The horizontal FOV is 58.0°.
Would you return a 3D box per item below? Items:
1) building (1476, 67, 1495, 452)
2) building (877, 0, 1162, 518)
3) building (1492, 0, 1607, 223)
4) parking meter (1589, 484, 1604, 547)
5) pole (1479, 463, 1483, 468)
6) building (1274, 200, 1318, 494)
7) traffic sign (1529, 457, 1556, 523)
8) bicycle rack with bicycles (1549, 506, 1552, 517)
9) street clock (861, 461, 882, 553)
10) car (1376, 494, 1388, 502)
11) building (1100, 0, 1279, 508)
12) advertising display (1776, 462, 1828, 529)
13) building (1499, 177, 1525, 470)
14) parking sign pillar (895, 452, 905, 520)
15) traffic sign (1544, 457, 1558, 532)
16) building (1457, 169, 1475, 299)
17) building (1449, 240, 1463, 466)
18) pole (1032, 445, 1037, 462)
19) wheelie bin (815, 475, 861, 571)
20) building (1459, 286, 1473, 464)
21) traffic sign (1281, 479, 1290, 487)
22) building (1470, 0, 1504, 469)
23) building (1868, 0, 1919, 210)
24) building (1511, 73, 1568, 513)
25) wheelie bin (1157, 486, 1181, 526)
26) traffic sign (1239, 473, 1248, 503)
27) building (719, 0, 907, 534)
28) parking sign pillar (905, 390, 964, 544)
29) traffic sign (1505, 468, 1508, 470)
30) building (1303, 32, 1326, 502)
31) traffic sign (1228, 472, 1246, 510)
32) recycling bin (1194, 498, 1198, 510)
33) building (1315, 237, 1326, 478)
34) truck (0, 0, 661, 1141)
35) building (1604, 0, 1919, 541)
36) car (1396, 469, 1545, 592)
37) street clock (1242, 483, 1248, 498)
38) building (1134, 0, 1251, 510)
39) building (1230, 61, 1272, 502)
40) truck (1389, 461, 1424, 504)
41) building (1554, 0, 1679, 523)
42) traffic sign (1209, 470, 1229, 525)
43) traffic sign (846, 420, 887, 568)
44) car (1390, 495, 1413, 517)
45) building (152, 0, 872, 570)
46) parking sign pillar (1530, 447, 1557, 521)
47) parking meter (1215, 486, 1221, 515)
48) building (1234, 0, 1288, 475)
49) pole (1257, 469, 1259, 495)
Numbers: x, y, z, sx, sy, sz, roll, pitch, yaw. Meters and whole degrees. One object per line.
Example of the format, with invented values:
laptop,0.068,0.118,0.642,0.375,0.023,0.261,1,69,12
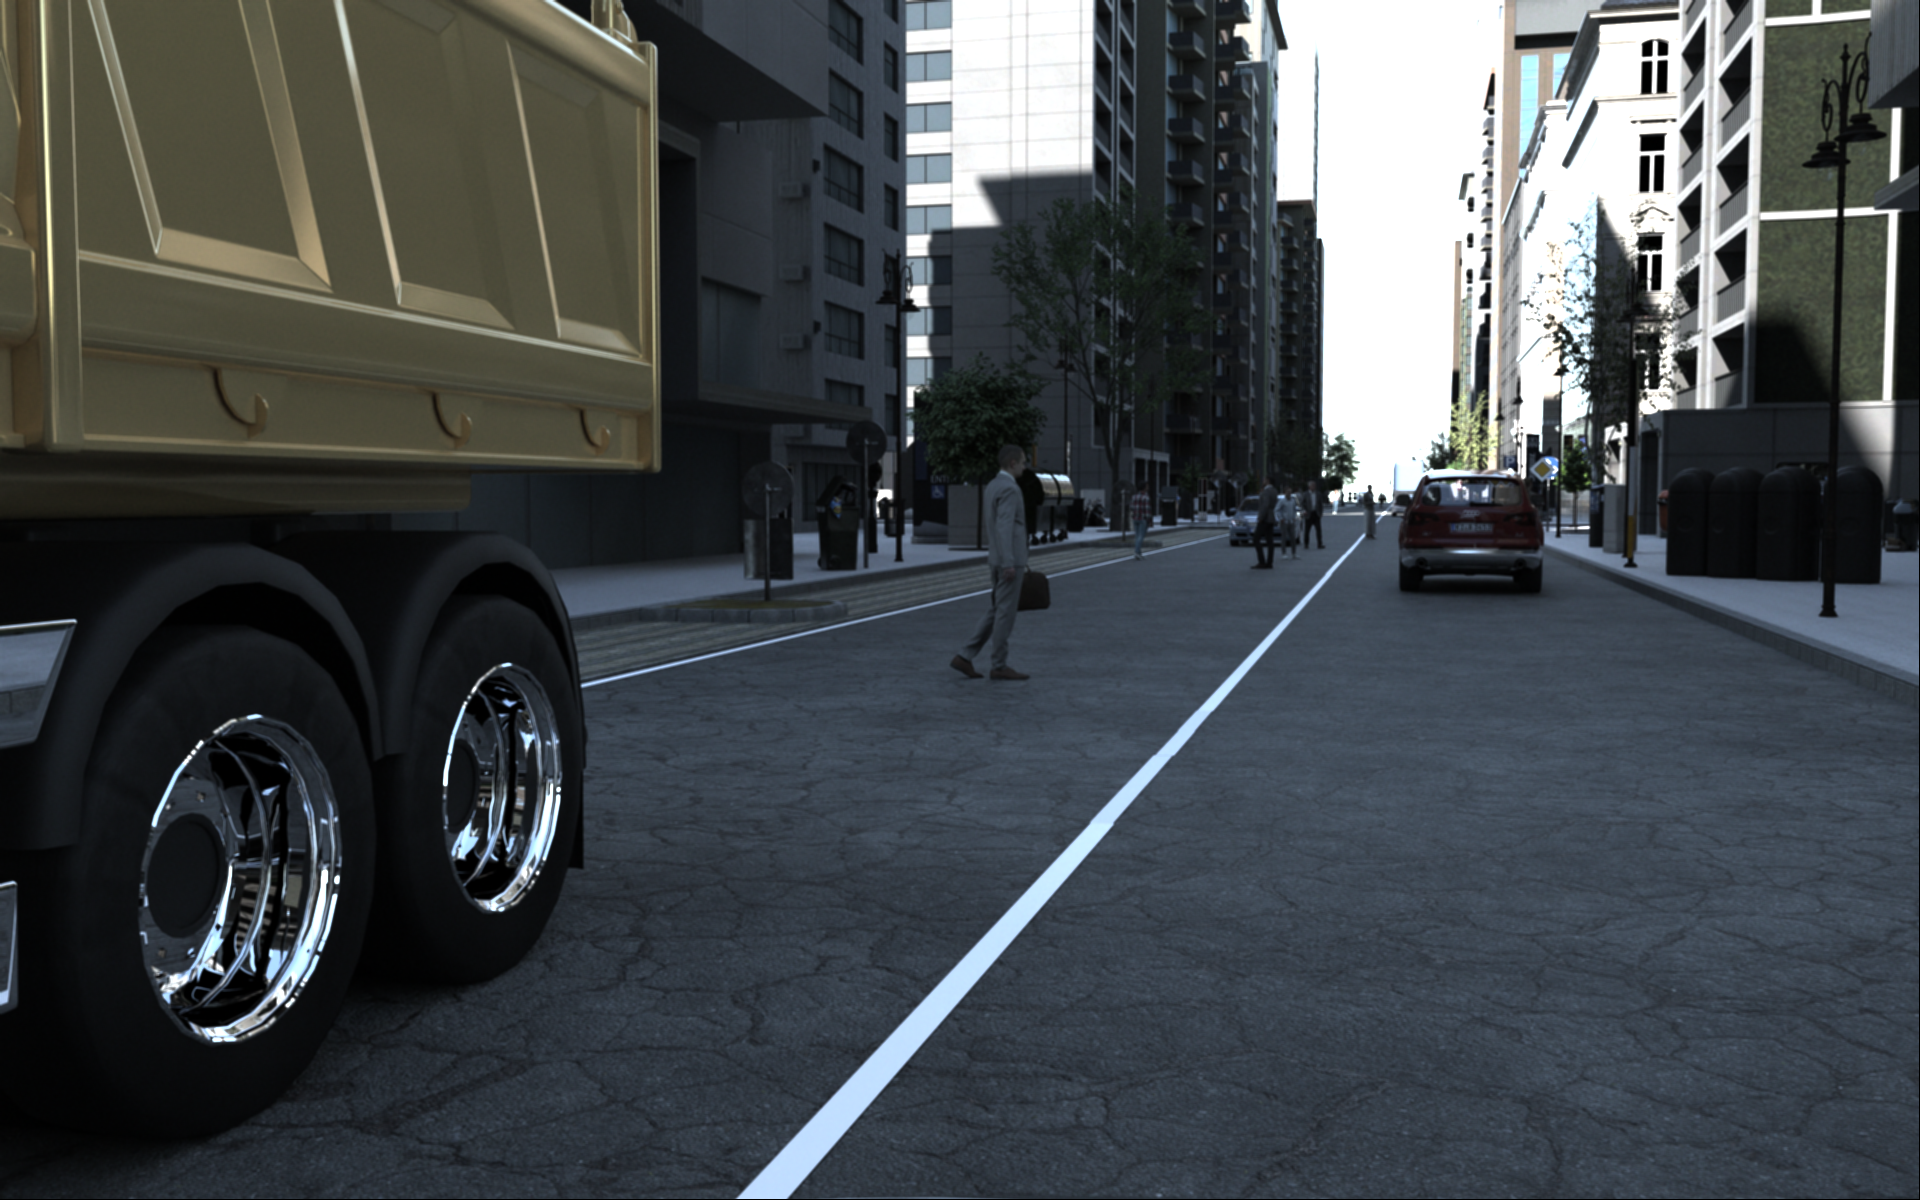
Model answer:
building,63.871,-31.765,173.987,22.147,44.769,28.867,1,4,14
building,1.745,-40.573,101.628,20.563,71.187,20.611,1,4,14
building,54.730,-30.799,153.678,14.600,45.320,14.200,1,4,14
parking meter,15.408,-2.044,41.831,0.372,1.533,0.369,0,3,0
pole,33.832,-7.259,112.533,0.158,3.312,0.155,0,3,0
building,40.478,-36.587,252.815,22.147,44.769,28.867,1,4,14
traffic sign,17.968,-3.199,53.486,0.795,2.450,0.064,1,4,19
bicycle rack with bicycles,31.234,-5.038,95.748,2.925,0.926,2.852,-1,4,-11
street clock,-1.923,-2.022,37.629,0.358,2.002,0.471,2,4,33
car,73.756,-17.880,302.563,2.015,1.641,3.980,1,4,13
building,28.913,-46.850,204.249,20.563,71.187,20.611,1,4,14
advertising display,16.937,-1.814,34.870,0.974,1.923,0.123,2,4,26
building,49.824,-20.821,133.929,14.314,27.812,24.014,1,4,14
parking sign pillar,-2.437,-5.881,84.632,1.447,3.967,1.447,3,5,43
traffic sign,20.014,-3.597,58.920,0.768,2.556,0.104,1,4,19
building,92.691,-41.688,270.835,28.713,52.752,27.495,1,4,14
building,90.325,-39.330,293.158,14.600,45.320,14.200,1,4,14
pole,3.009,-4.672,70.236,0.158,3.312,0.155,0,3,0
wheelie bin,-2.050,-1.308,29.296,0.693,1.594,0.980,-1,4,-19
building,80.092,-29.414,252.626,14.160,30.474,14.107,1,4,14
traffic sign,26.827,-8.726,142.779,0.768,2.556,0.104,1,4,21
building,70.572,-40.322,201.260,21.231,58.520,28.212,1,4,14
building,27.181,-26.120,16.295,28.713,52.752,27.495,1,4,14
building,43.528,-19.947,112.034,13.634,28.700,20.117,1,4,14
wheelie bin,8.418,-3.781,69.735,0.980,1.594,0.693,1,4,17
traffic sign,16.673,-6.265,102.537,0.768,2.556,0.104,1,4,15
building,-9.697,-17.801,62.746,14.107,30.474,14.160,1,4,14
parking sign pillar,-0.559,-3.447,44.828,1.447,3.967,1.447,0,4,5
traffic sign,21.419,-3.935,67.974,0.795,2.450,0.064,1,4,14
building,48.467,-51.215,275.615,20.563,71.187,20.611,1,4,14
traffic sign,12.549,-4.578,78.488,0.795,2.450,0.064,1,4,14
recycling bin,14.752,-6.000,110.652,0.722,1.027,0.722,-1,4,-20
building,54.433,-39.375,293.894,14.600,45.320,14.200,1,4,14
truck,-3.324,-0.361,1.819,3.469,3.379,9.791,1,4,12
building,31.327,-37.414,49.965,20.563,71.187,20.611,1,4,14
car,7.930,-1.117,26.944,2.281,1.827,5.304,1,4,16
street clock,18.493,-6.591,112.330,0.358,2.002,0.471,3,4,37
building,10.664,-29.356,134.587,22.147,44.769,28.867,1,4,14
building,21.099,-29.183,160.734,14.154,41.232,14.086,1,4,14
truck,35.064,-8.871,134.800,2.967,4.110,18.799,1,4,13
building,51.025,-18.529,79.359,44.131,29.872,17.030,1,4,14
traffic sign,10.575,-4.104,70.750,0.795,2.450,0.064,1,4,14
traffic sign,-1.630,-1.826,29.959,0.768,2.556,0.104,1,4,19
car,28.835,-6.080,111.776,2.083,1.381,4.827,1,4,13
building,-18.181,-26.691,25.640,28.713,52.752,27.495,1,4,14
parking sign pillar,27.261,-5.712,81.858,1.447,3.967,1.447,-3,5,-41
parking meter,15.918,-6.191,106.926,0.399,1.863,0.255,0,4,6
building,19.011,-36.288,182.555,28.713,52.752,27.495,1,4,14
pole,24.413,-9.057,141.926,0.158,3.312,0.155,0,3,0
